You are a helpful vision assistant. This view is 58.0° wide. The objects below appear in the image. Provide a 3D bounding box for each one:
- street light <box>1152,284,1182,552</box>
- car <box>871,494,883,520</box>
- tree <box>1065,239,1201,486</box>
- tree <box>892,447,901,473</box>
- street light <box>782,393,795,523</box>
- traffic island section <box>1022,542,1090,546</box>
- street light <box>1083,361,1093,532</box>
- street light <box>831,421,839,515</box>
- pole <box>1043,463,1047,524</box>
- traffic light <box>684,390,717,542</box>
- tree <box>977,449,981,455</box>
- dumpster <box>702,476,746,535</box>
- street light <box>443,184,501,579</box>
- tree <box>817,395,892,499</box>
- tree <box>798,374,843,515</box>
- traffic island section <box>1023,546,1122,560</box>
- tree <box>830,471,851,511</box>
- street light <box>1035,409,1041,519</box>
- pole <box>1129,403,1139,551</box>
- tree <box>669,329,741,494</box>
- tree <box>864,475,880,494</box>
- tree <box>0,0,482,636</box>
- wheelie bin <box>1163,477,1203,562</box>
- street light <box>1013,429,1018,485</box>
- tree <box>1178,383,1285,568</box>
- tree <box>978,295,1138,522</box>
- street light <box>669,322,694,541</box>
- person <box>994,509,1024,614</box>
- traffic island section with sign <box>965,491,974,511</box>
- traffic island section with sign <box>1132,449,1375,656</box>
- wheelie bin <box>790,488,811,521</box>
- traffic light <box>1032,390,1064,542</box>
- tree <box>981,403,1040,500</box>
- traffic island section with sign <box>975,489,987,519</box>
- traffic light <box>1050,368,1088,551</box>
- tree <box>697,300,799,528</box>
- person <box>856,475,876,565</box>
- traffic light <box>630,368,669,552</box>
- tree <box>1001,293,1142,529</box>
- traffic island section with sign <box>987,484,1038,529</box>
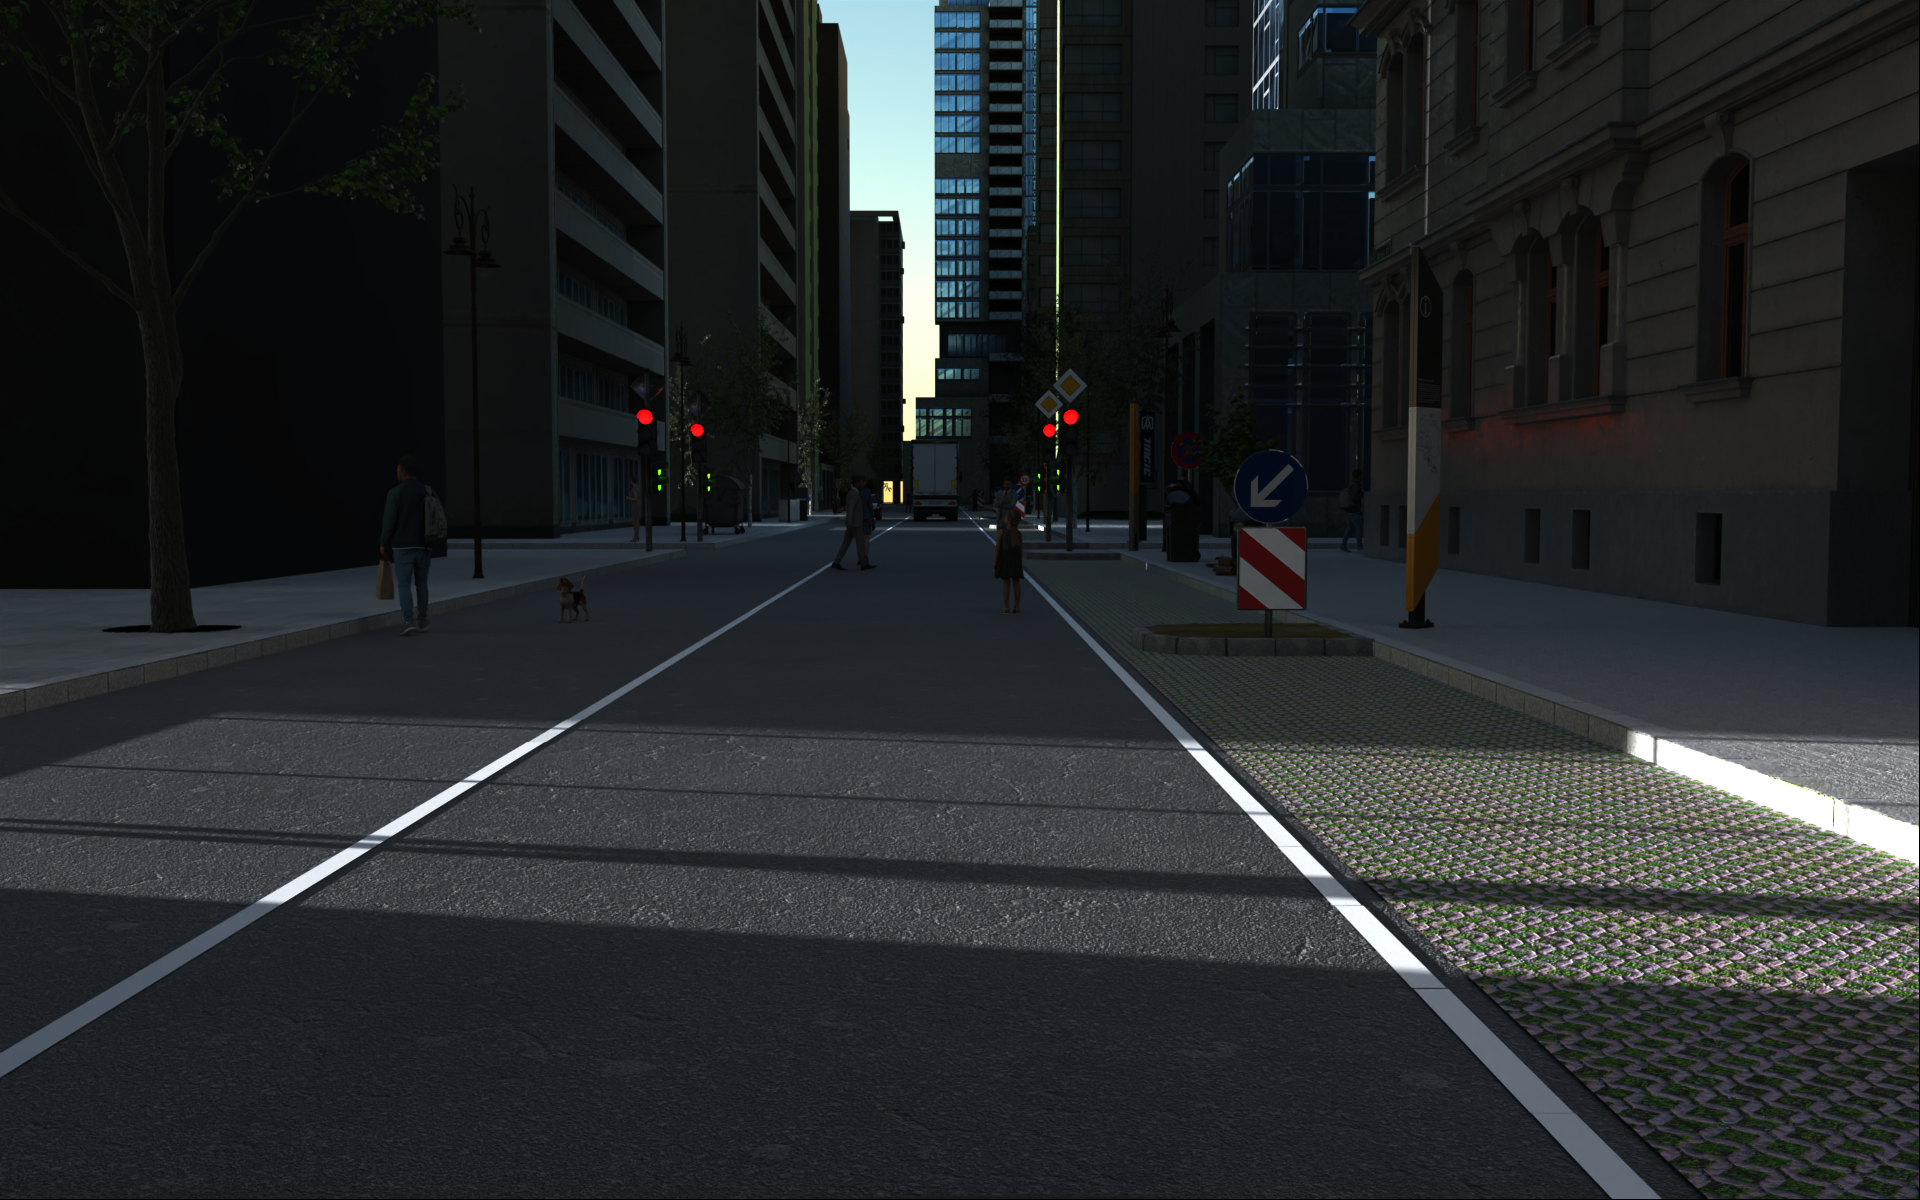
[{"bbox_3d":[4.563,-4.008,38.323,0.468,5.910,1.993,0,4,0],"label":"street light"},{"bbox_3d":[-5.225,-5.254,95.691,2.009,1.686,4.222,0,4,0],"label":"car"},{"bbox_3d":[5.085,-6.143,50.801,4.360,8.622,3.978,0,3,0],"label":"tree"},{"bbox_3d":[-9.029,-14.900,193.980,4.737,8.622,4.395,0,3,0],"label":"tree"},{"bbox_3d":[-7.683,-6.410,77.599,0.468,5.910,1.993,0,4,0],"label":"street light"},{"bbox_3d":[2.410,-1.498,46.771,2.009,0.180,2.903,0,4,0],"label":"traffic island section"},{"bbox_3d":[4.338,-5.252,58.654,0.468,5.910,1.993,0,4,0],"label":"street light"},{"bbox_3d":[-7.832,-8.294,108.387,0.468,5.910,1.993,0,4,0],"label":"street light"},{"bbox_3d":[3.651,-4.869,73.451,0.158,3.312,0.155,0,3,0],"label":"pole"},{"bbox_3d":[-6.991,-3.526,46.571,0.839,4.253,0.868,0,4,0],"label":"traffic light"},{"bbox_3d":[3.863,-14.331,184.680,4.360,8.622,3.978,0,3,0],"label":"tree"},{"bbox_3d":[-7.548,-3.031,55.316,1.264,1.857,1.865,0,4,-1],"label":"dumpster"},{"bbox_3d":[-7.334,-3.267,26.203,0.468,5.910,1.993,0,4,0],"label":"street light"},{"bbox_3d":[-8.299,-10.889,128.402,4.737,8.622,4.395,0,3,0],"label":"tree"},{"bbox_3d":[-9.305,-9.459,105.019,4.360,8.622,3.978,0,3,0],"label":"tree"},{"bbox_3d":[2.470,-1.009,38.786,2.009,0.180,2.903,0,4,0],"label":"traffic island section"},{"bbox_3d":[-9.214,-8.562,134.597,1.663,3.219,1.824,0,3,0],"label":"tree"},{"bbox_3d":[4.065,-7.135,89.441,0.468,5.910,1.993,0,4,0],"label":"street light"},{"bbox_3d":[3.929,-2.767,39.078,0.158,3.312,0.155,0,3,0],"label":"pole"},{"bbox_3d":[-11.818,-7.718,76.546,4.360,8.622,3.978,0,3,0],"label":"tree"},{"bbox_3d":[-8.598,-10.676,169.157,1.663,3.219,1.824,0,3,0],"label":"tree"},{"bbox_3d":[-7.517,-5.516,15.938,9.928,11.665,9.643,0,3,0],"label":"tree"},{"bbox_3d":[4.215,-1.525,32.838,0.693,1.594,0.980,0,4,-5],"label":"wheelie bin"},{"bbox_3d":[3.845,-9.059,120.906,0.468,5.910,1.993,0,4,0],"label":"street light"},{"bbox_3d":[4.934,-2.179,30.229,1.663,3.219,1.824,0,3,0],"label":"tree"},{"bbox_3d":[4.645,-8.928,80.382,8.767,10.594,7.601,2,4,33],"label":"tree"},{"bbox_3d":[-7.502,-4.527,46.811,0.468,5.910,1.993,0,4,0],"label":"street light"},{"bbox_3d":[0.581,-0.465,20.776,0.362,1.253,0.373,-1,4,-14],"label":"person"},{"bbox_3d":[1.648,-8.577,148.861,1.989,1.847,2.006,0,4,0],"label":"traffic island section with sign"},{"bbox_3d":[2.648,-0.460,16.145,1.989,1.847,2.006,0,4,0],"label":"traffic island section with sign"},{"bbox_3d":[-7.656,-4.599,83.109,0.980,1.594,0.693,0,4,-4],"label":"wheelie bin"},{"bbox_3d":[2.370,-3.531,46.656,0.839,4.253,0.868,0,4,0],"label":"traffic light"},{"bbox_3d":[4.555,-10.936,129.172,4.360,8.622,3.978,0,3,0],"label":"tree"},{"bbox_3d":[2.029,-5.525,98.954,1.989,1.847,2.006,0,4,0],"label":"traffic island section with sign"},{"bbox_3d":[2.430,-3.043,38.671,0.839,4.253,0.868,0,4,0],"label":"traffic light"},{"bbox_3d":[-8.112,-7.099,66.426,4.737,8.622,4.395,0,3,0],"label":"tree"},{"bbox_3d":[-1.987,-1.610,34.853,0.581,1.822,0.654,0,4,0],"label":"person"},{"bbox_3d":[-6.931,-3.038,38.586,0.839,4.253,0.868,0,4,0],"label":"traffic light"},{"bbox_3d":[4.485,-6.951,64.010,4.737,8.622,4.395,0,3,0],"label":"tree"},{"bbox_3d":[2.234,-3.871,71.918,1.989,1.847,2.006,0,4,0],"label":"traffic island section with sign"}]
